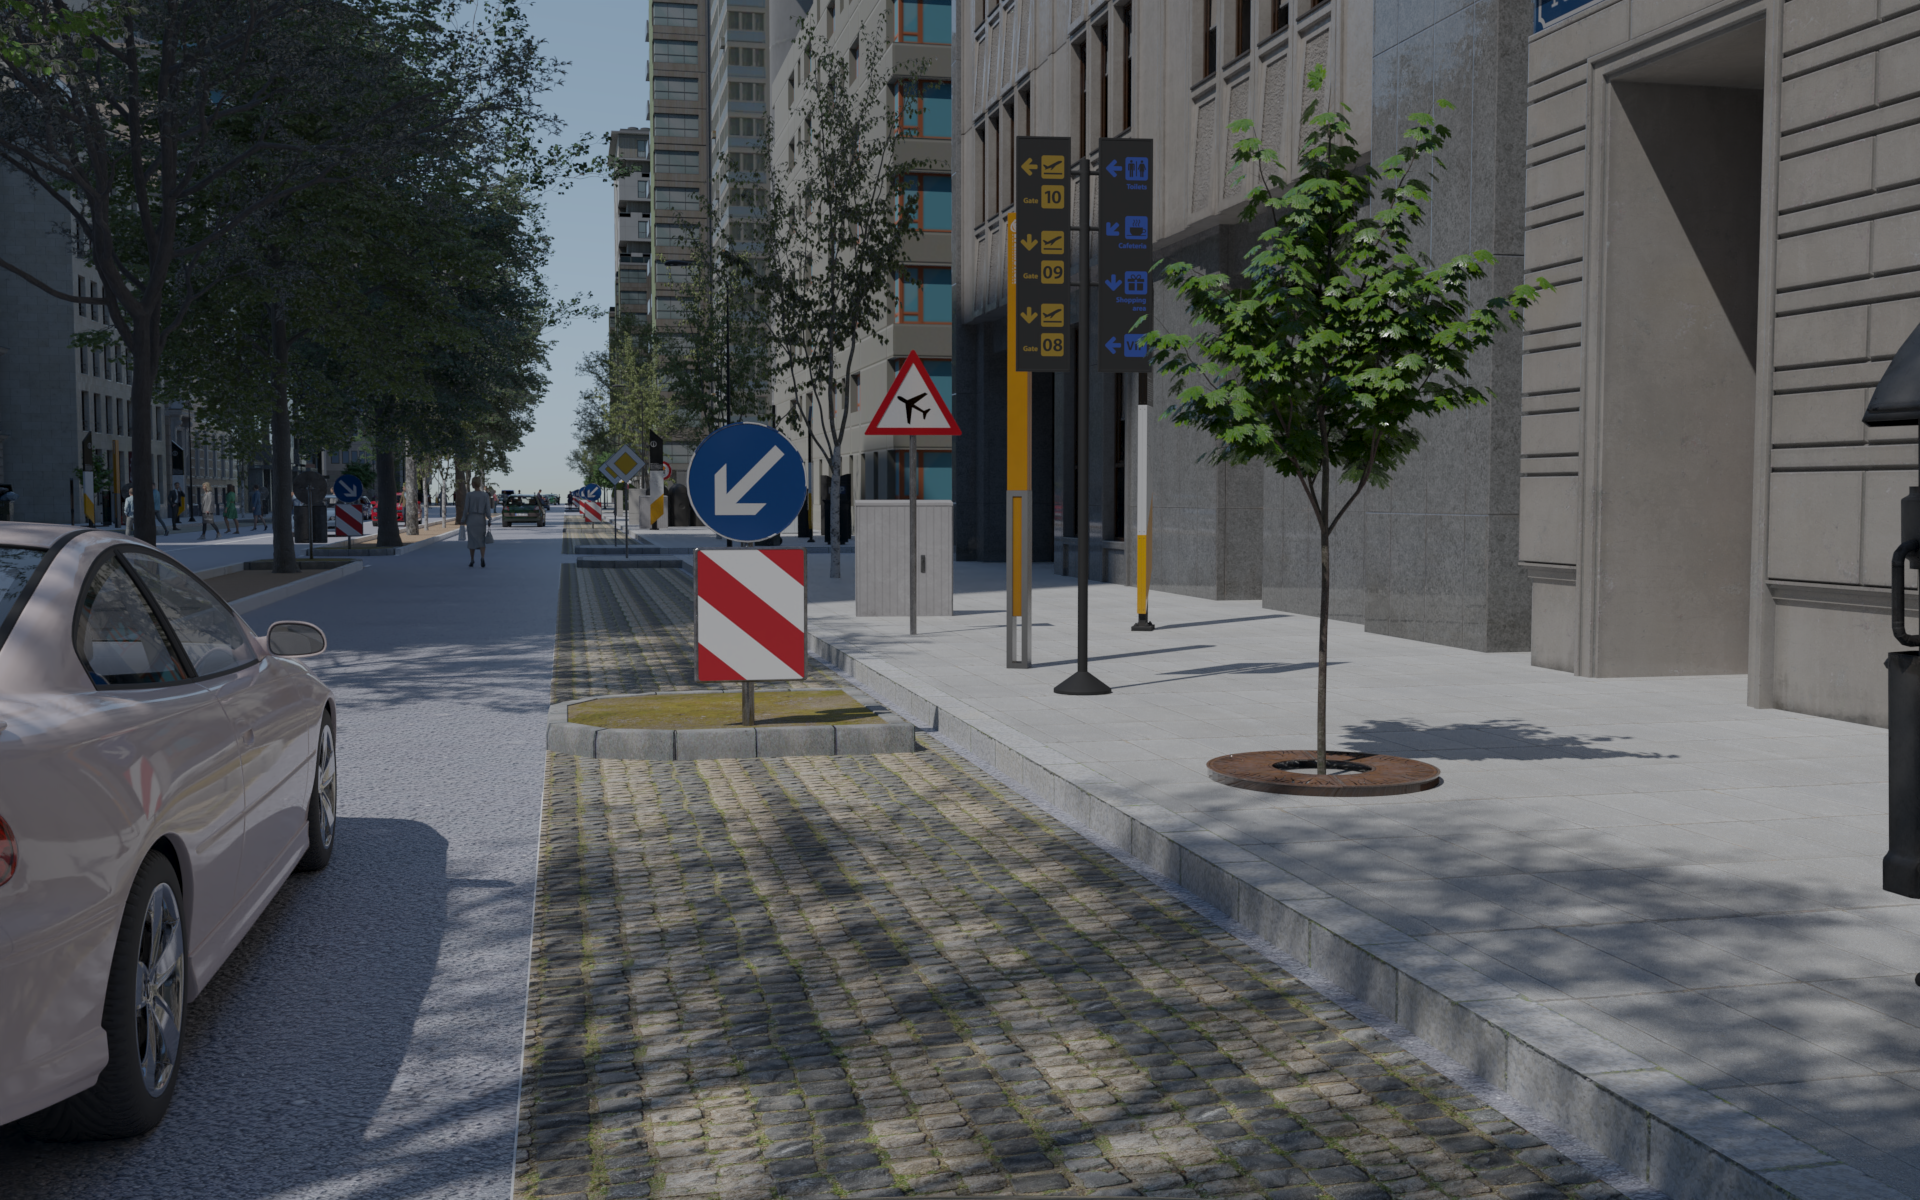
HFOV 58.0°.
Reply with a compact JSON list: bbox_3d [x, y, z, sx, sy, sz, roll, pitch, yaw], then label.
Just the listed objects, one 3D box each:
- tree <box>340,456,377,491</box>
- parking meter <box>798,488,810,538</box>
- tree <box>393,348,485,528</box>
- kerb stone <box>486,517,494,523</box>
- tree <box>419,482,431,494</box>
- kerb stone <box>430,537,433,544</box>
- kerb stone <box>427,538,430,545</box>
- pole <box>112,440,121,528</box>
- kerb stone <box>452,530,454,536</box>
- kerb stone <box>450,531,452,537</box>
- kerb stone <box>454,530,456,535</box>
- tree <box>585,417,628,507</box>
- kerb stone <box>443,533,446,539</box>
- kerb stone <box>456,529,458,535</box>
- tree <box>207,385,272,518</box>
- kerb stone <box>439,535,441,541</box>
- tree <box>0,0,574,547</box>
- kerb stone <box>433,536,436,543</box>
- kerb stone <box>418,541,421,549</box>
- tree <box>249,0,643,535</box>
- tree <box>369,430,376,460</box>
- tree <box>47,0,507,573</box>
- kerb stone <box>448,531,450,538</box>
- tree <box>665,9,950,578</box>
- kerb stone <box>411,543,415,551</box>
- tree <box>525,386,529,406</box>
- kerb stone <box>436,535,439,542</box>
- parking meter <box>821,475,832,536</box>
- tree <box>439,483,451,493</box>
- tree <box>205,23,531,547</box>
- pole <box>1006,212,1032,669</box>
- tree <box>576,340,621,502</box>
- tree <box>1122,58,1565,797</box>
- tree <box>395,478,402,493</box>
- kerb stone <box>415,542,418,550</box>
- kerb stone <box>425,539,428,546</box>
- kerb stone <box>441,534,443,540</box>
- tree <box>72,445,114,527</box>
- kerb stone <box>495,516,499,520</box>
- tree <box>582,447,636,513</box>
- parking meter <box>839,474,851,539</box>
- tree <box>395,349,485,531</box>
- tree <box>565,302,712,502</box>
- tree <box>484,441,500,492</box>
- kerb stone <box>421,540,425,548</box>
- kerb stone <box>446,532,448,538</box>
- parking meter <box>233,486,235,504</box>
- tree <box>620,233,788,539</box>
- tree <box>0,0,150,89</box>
[{"bbox_3d":[-52.371,-10.225,150.891,4.285,4.588,4.351,0,3,0],"label":"tree"},{"bbox_3d":[-4.597,-2.606,51.024,0.372,1.533,0.369,0,3,0],"label":"parking meter"},{"bbox_3d":[-21.746,-7.330,72.671,4.737,8.622,4.395,0,3,0],"label":"tree"},{"bbox_3d":[-24.423,-4.150,90.041,0.120,0.150,1.000,-1,4,-13],"label":"kerb stone"},{"bbox_3d":[-67.540,-13.737,219.196,1.663,3.219,1.824,0,3,0],"label":"tree"},{"bbox_3d":[-15.097,-1.643,49.078,0.120,0.150,1.000,-1,4,-13],"label":"kerb stone"},{"bbox_3d":[-14.874,-1.583,48.081,0.120,0.150,1.000,-1,4,-13],"label":"kerb stone"},{"bbox_3d":[-31.809,-4.372,65.326,0.158,3.312,0.155,0,3,0],"label":"pole"},{"bbox_3d":[-17.145,-2.192,58.068,0.120,0.150,1.000,-1,4,-13],"label":"kerb stone"},{"bbox_3d":[-16.915,-2.133,57.072,0.120,0.150,1.000,-1,4,-13],"label":"kerb stone"},{"bbox_3d":[-17.367,-2.255,59.066,0.120,0.150,1.000,-1,4,-13],"label":"kerb stone"},{"bbox_3d":[-31.098,-12.345,152.203,4.360,8.622,3.978,0,3,0],"label":"tree"},{"bbox_3d":[-16.238,-1.947,54.077,0.120,0.150,1.000,-1,4,-13],"label":"kerb stone"},{"bbox_3d":[-17.598,-2.316,60.061,0.120,0.150,1.000,-1,4,-13],"label":"kerb stone"},{"bbox_3d":[-38.441,-8.736,93.197,4.737,8.622,4.395,0,3,0],"label":"tree"},{"bbox_3d":[-15.786,-1.828,52.084,0.120,0.150,1.000,-1,4,-13],"label":"kerb stone"},{"bbox_3d":[-10.001,-6.610,20.897,12.009,13.543,11.850,0,3,0],"label":"tree"},{"bbox_3d":[-15.331,-1.705,50.073,0.120,0.150,1.000,-1,4,-13],"label":"kerb stone"},{"bbox_3d":[-14.188,-1.400,45.081,0.120,0.150,1.000,-1,4,-13],"label":"kerb stone"},{"bbox_3d":[-17.569,-12.258,58.761,12.611,20.169,13.585,0,3,0],"label":"tree"},{"bbox_3d":[-55.885,-13.403,169.503,4.737,8.622,4.395,0,3,0],"label":"tree"},{"bbox_3d":[-12.012,-6.726,30.550,7.486,12.596,7.792,0,3,0],"label":"tree"},{"bbox_3d":[-16.689,-2.068,56.075,0.120,0.150,1.000,-1,4,-13],"label":"kerb stone"},{"bbox_3d":[-2.063,-4.656,26.484,4.360,8.622,3.978,0,3,0],"label":"tree"},{"bbox_3d":[-13.726,-1.270,43.088,0.120,0.150,1.000,-1,4,-13],"label":"kerb stone"},{"bbox_3d":[-26.778,-10.128,93.802,9.928,11.665,9.643,0,3,0],"label":"tree"},{"bbox_3d":[-15.550,-1.766,51.071,0.120,0.150,1.000,-1,4,-13],"label":"kerb stone"},{"bbox_3d":[-4.112,-2.928,53.578,0.255,1.863,0.399,2,4,29],"label":"parking meter"},{"bbox_3d":[-75.297,-15.827,253.364,1.663,3.219,1.824,0,3,0],"label":"tree"},{"bbox_3d":[-15.472,-8.406,46.543,9.857,13.997,8.962,0,3,0],"label":"tree"},{"bbox_3d":[0.436,-1.153,12.687,0.158,3.312,0.155,0,3,0],"label":"pole"},{"bbox_3d":[-14.362,-7.798,77.858,4.737,8.622,4.395,0,3,0],"label":"tree"},{"bbox_3d":[1.614,-0.812,7.875,1.663,3.219,1.824,0,3,0],"label":"tree"},{"bbox_3d":[-57.111,-10.966,173.889,1.663,3.219,1.824,0,3,0],"label":"tree"},{"bbox_3d":[-13.960,-1.336,44.082,0.120,0.150,1.000,-1,4,-13],"label":"kerb stone"},{"bbox_3d":[-14.645,-1.522,47.076,0.120,0.150,1.000,-1,4,-13],"label":"kerb stone"},{"bbox_3d":[-16.012,-1.882,53.081,0.120,0.150,1.000,-1,4,-13],"label":"kerb stone"},{"bbox_3d":[-33.862,-4.489,67.991,1.663,3.219,1.824,0,3,0],"label":"tree"},{"bbox_3d":[-25.790,-4.516,96.036,0.120,0.150,1.000,-1,4,-13],"label":"kerb stone"},{"bbox_3d":[-23.884,-8.313,119.637,4.285,4.588,4.351,0,3,0],"label":"tree"},{"bbox_3d":[-3.320,-2.671,49.388,0.399,1.863,0.255,2,4,24],"label":"parking meter"},{"bbox_3d":[-20.774,-6.994,67.174,4.360,8.622,3.978,0,3,0],"label":"tree"},{"bbox_3d":[-15.576,-9.195,84.749,7.601,10.594,8.767,0,4,-7],"label":"tree"},{"bbox_3d":[-24.784,-8.203,86.931,4.360,8.622,3.978,0,3,0],"label":"tree"},{"bbox_3d":[-14.417,-1.461,46.080,0.120,0.150,1.000,-1,4,-13],"label":"kerb stone"},{"bbox_3d":[-16.462,-2.003,55.075,0.120,0.150,1.000,-1,4,-13],"label":"kerb stone"},{"bbox_3d":[-43.280,-5.944,102.889,0.255,1.863,0.399,3,5,43],"label":"parking meter"},{"bbox_3d":[-6.820,-6.020,48.783,4.737,8.622,4.395,0,3,0],"label":"tree"},{"bbox_3d":[-7.747,-5.011,10.137,9.928,11.665,9.643,0,3,0],"label":"tree"}]
